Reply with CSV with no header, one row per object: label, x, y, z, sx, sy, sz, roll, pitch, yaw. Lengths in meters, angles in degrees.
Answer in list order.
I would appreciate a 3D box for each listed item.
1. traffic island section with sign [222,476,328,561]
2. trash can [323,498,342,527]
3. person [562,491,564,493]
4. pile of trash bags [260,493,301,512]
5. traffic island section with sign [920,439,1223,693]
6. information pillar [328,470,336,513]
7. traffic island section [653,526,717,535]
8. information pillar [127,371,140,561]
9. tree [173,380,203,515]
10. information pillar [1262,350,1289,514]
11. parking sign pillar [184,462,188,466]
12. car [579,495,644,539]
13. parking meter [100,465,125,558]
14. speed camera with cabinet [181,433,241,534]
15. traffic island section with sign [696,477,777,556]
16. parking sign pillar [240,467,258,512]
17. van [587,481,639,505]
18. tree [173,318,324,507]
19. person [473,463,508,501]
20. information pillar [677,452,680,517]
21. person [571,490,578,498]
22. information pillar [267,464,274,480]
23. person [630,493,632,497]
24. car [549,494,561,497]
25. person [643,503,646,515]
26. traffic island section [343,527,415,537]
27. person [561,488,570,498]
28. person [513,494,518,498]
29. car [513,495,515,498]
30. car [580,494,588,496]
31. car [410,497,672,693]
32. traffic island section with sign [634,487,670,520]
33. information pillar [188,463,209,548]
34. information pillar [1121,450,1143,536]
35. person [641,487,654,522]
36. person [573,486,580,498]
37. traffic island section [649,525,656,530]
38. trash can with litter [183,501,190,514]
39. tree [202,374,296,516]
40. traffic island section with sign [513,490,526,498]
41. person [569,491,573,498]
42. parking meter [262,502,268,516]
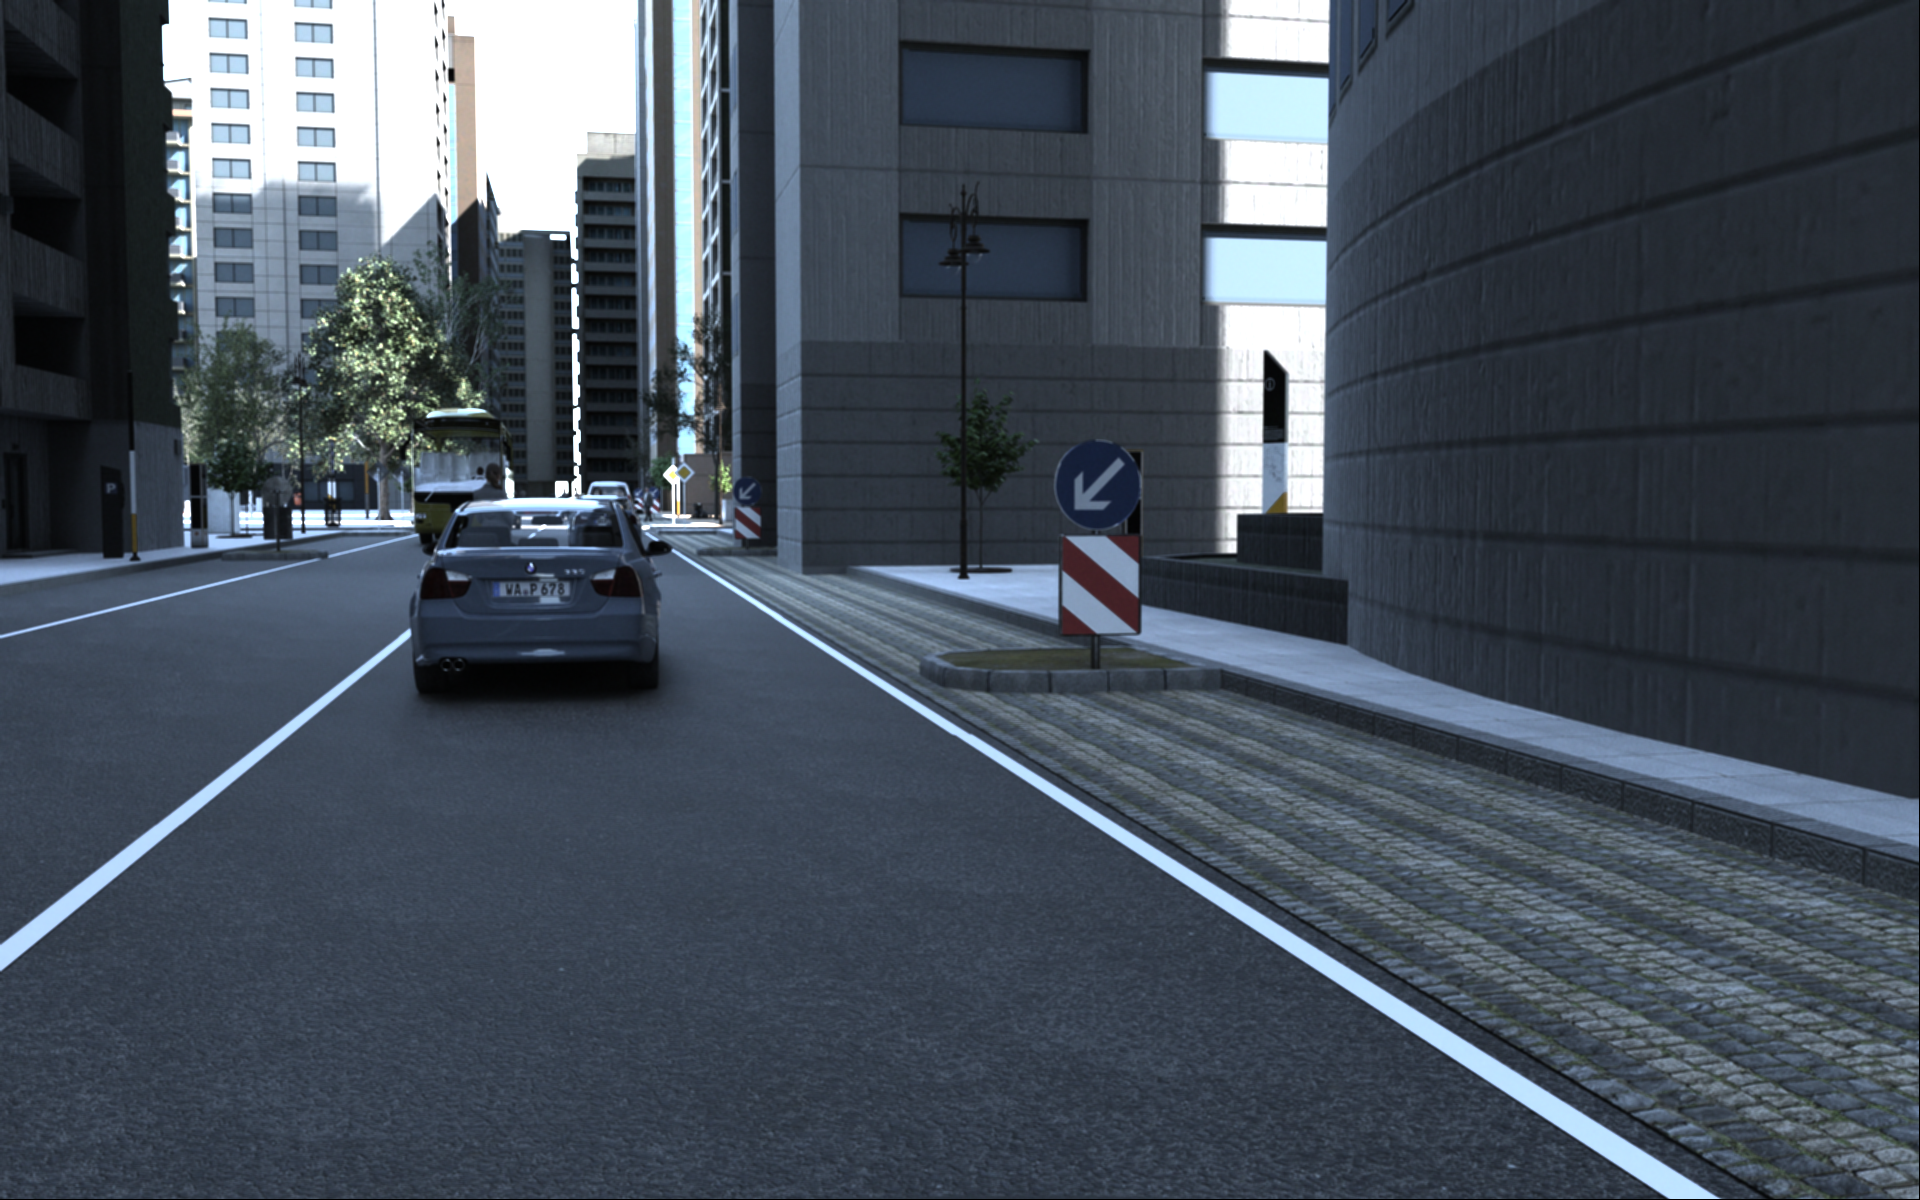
traffic island section with sign,-15.132,-1.819,38.371,1.989,1.847,2.006,-1,4,-12
trash can,-24.345,-3.399,67.219,0.748,1.137,0.748,0,3,0
person,-29.755,-7.397,129.991,0.362,1.759,0.519,-3,5,-39
pile of trash bags,-49.075,-7.052,125.060,3.447,1.369,1.912,1,4,10
traffic island section with sign,0.744,-0.289,13.351,1.989,1.847,2.006,-1,4,-12
information pillar,-42.336,-7.669,116.740,0.504,3.616,0.183,-1,4,-18
traffic island section,-9.837,-2.440,62.183,2.009,0.180,2.903,-1,4,-12
information pillar,-15.902,-2.564,33.282,0.183,3.616,0.504,-2,4,-25
tree,-46.521,-9.367,103.513,4.360,8.622,3.978,0,3,0
information pillar,5.099,-2.246,28.073,0.183,3.616,0.504,-3,4,-38
parking sign pillar,-57.601,-8.621,129.428,1.447,3.967,1.447,-1,4,-14
car,-8.849,-1.896,43.000,2.014,1.417,4.499,-1,4,-13
parking meter,-16.975,-1.775,34.726,0.399,1.863,0.255,-1,4,-19
speed camera with cabinet,-24.512,-3.789,56.291,2.038,3.252,0.660,0,4,7
traffic island section with sign,-5.150,-1.952,40.548,1.989,1.847,2.006,-1,4,-12
parking sign pillar,-52.354,-8.493,127.334,1.447,3.967,1.447,-1,4,-9
van,-12.203,-3.262,60.341,2.013,2.044,4.112,-1,4,-11
tree,-37.408,-9.658,92.316,7.601,10.594,8.767,0,4,5
person,-5.412,-0.702,20.260,0.520,1.790,0.573,0,4,6
information pillar,-15.641,-6.407,96.102,0.183,3.616,0.504,-1,4,-9
person,-25.719,-6.563,116.162,0.532,1.782,0.716,2,4,35
information pillar,-51.181,-8.394,128.595,0.504,3.616,0.183,-1,4,-17
person,-40.836,-12.579,214.973,0.557,1.426,1.065,-1,4,-9
car,-50.098,-12.370,214.256,2.014,1.417,4.499,-1,4,-13
person,-21.688,-6.494,119.354,0.352,1.250,0.332,0,4,6
traffic island section,-20.141,-2.305,59.962,2.009,0.180,2.903,-1,4,-12
person,-20.640,-4.984,90.412,0.576,1.772,0.534,-1,4,-19
person,-37.910,-8.394,146.569,1.217,1.723,0.721,-2,4,-30
car,-19.156,-3.810,72.083,2.009,1.686,4.222,-1,4,-14
car,-36.696,-9.760,169.795,2.015,1.641,3.980,-1,4,-13
car,-3.310,-0.114,13.870,2.014,1.417,4.499,-1,4,-11
traffic island section with sign,-16.824,-5.245,94.383,1.989,1.847,2.006,-1,4,-12
information pillar,-18.190,-2.256,41.379,0.304,2.012,0.304,0,3,0
information pillar,2.868,-1.493,28.908,0.304,2.012,0.304,-1,4,-8
person,-16.177,-4.926,89.437,0.661,1.777,0.834,2,4,29
person,-17.530,-4.300,79.154,0.374,1.781,0.599,2,4,24
traffic island section,-11.529,-2.918,69.987,2.009,0.180,2.903,-1,4,-12
trash can with litter,-49.773,-6.119,111.102,1.678,1.210,2.233,-2,4,-32
tree,-40.780,-9.122,99.501,4.360,8.622,3.978,0,3,0
traffic island section with sign,-48.840,-11.327,193.823,1.989,1.847,2.006,-1,4,-12
person,-46.270,-12.023,205.092,0.705,1.822,1.348,2,4,32
parking meter,-41.262,-5.938,102.803,0.255,1.863,0.399,-3,5,-41
